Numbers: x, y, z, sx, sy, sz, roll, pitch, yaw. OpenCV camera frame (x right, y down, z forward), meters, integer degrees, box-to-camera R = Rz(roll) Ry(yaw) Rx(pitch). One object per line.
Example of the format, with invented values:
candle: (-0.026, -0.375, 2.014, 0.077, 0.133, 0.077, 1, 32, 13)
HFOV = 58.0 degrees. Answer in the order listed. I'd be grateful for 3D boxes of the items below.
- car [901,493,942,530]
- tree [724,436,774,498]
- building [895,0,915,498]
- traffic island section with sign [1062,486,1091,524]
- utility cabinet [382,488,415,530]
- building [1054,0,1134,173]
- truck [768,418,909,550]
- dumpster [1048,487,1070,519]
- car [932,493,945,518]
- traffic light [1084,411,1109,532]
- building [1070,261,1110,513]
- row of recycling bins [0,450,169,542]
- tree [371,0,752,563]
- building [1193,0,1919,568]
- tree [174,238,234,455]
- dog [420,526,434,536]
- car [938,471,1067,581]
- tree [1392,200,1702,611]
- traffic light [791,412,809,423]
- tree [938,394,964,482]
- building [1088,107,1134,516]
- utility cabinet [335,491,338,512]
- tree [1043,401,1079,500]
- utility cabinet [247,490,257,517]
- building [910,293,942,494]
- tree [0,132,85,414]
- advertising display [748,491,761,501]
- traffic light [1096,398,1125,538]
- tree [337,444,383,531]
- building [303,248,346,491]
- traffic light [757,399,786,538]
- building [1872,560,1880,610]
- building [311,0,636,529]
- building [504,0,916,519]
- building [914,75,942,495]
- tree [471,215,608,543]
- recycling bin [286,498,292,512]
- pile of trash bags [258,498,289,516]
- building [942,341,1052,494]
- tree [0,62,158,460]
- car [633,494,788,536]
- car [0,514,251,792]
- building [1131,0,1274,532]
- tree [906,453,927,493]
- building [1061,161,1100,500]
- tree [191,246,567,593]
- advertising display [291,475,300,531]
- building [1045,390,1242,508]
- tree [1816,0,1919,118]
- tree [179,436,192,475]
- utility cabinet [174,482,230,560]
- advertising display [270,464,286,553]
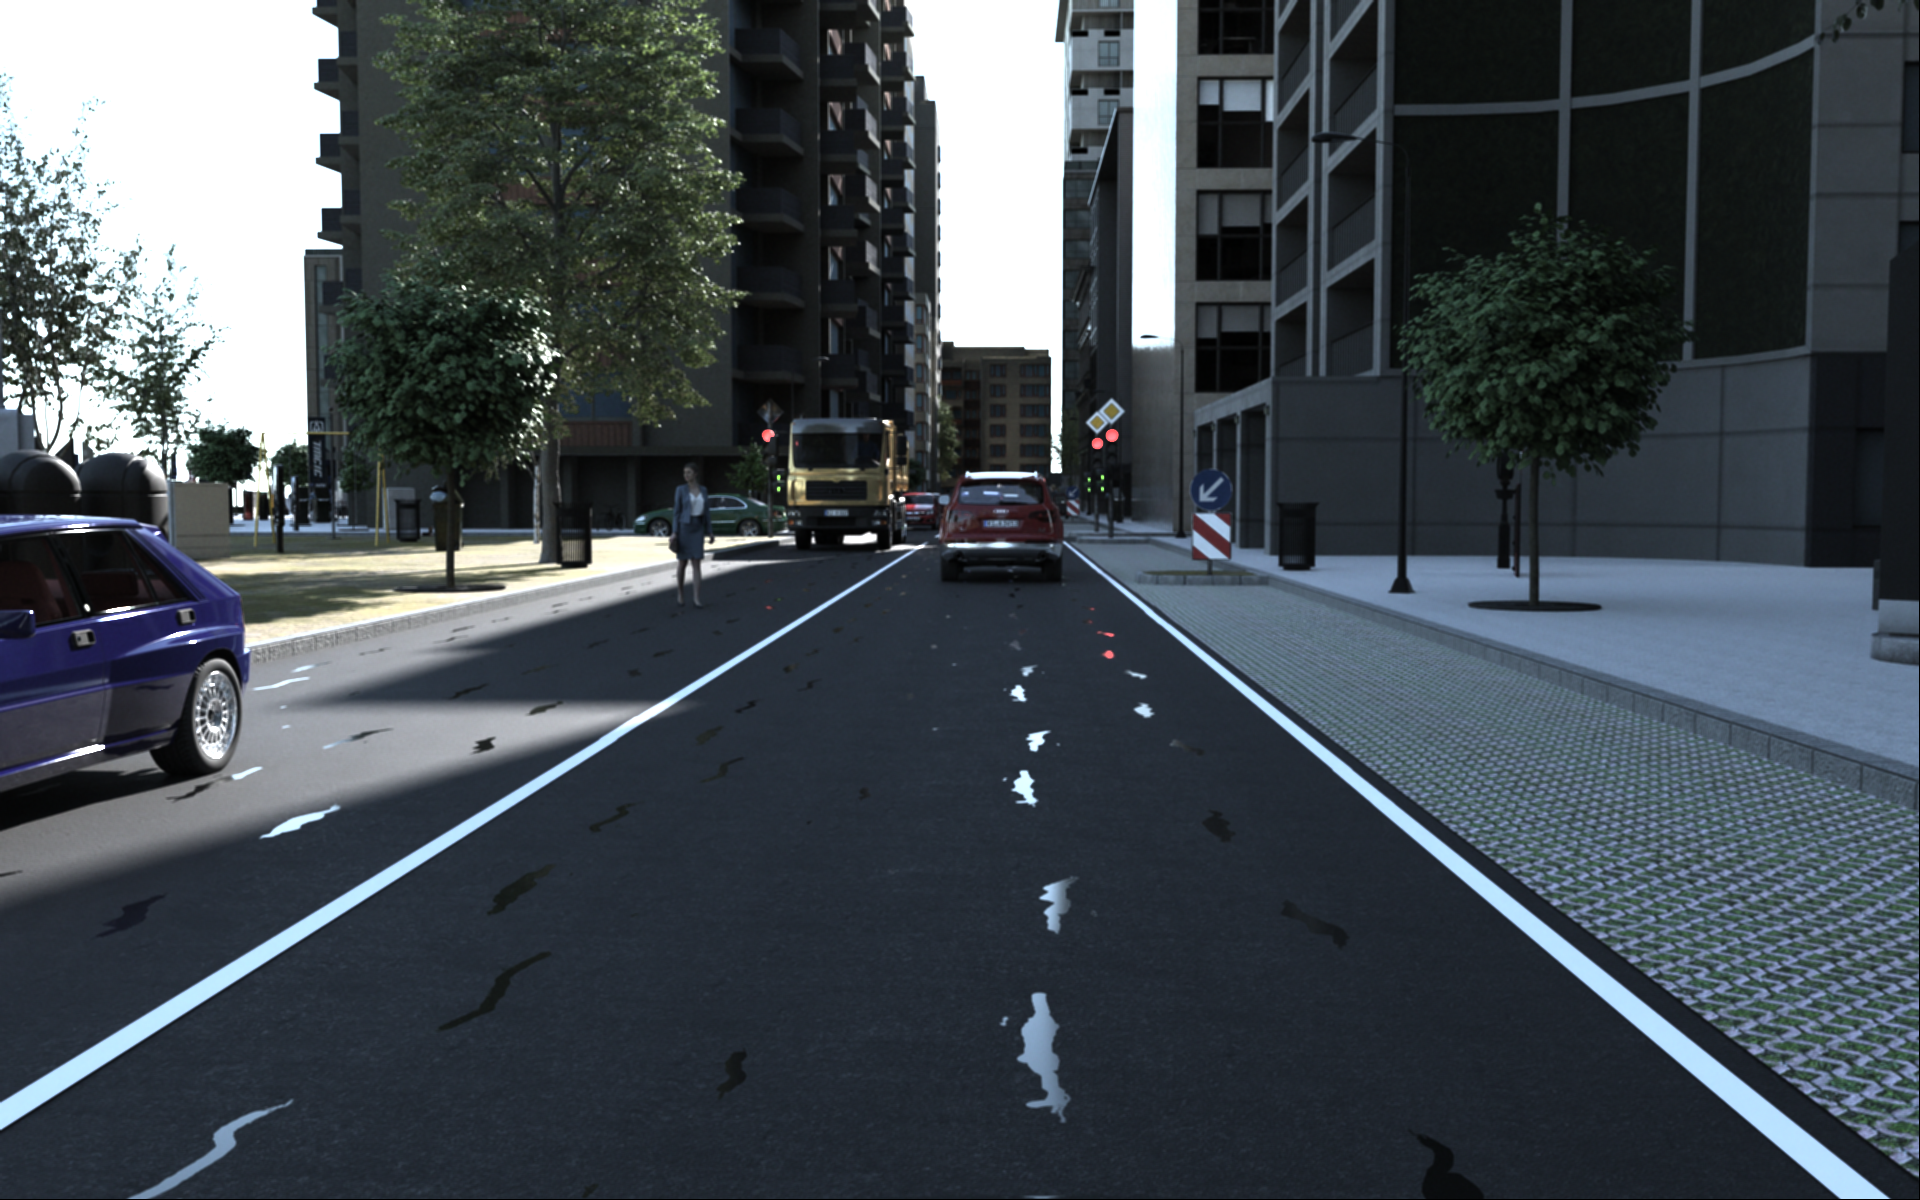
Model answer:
car: (-1.713, -3.754, 70.423, 2.155, 1.783, 4.494, 0, 4, 3)
tree: (-6.887, -3.865, 57.802, 1.663, 3.219, 1.824, 0, 3, 0)
building: (-11.002, -30.037, 141.222, 14.600, 45.320, 14.200, 0, 4, 1)
traffic island section with sign: (5.310, -4.584, 83.574, 1.989, 1.847, 2.006, 0, 4, 1)
utility cabinet: (-19.640, -3.180, 60.674, 0.318, 1.500, 1.173, 2, 4, 32)
building: (24.126, -35.726, 173.363, 28.713, 52.752, 27.495, 0, 4, 1)
truck: (-2.943, -3.119, 46.913, 3.469, 3.379, 9.791, 0, 4, 2)
dumpster: (5.403, -5.575, 99.366, 1.865, 1.857, 1.264, 0, 4, 3)
car: (-1.815, -5.806, 103.965, 2.155, 1.783, 4.494, 0, 4, 1)
traffic light: (4.610, -4.261, 58.586, 0.839, 4.253, 0.868, 0, 4, 1)
building: (13.503, -15.861, 123.951, 10.561, 19.102, 19.286, 0, 4, 1)
row of recycling bins: (-8.988, -0.540, 15.943, 1.069, 1.692, 3.534, 2, 4, 34)
tree: (-7.391, -6.986, 32.353, 7.486, 12.596, 7.792, 0, 3, 0)
building: (16.786, -36.696, 38.230, 20.563, 71.187, 20.611, 0, 4, 1)
tree: (-22.786, -6.017, 48.746, 4.737, 8.622, 4.395, 0, 3, 0)
dog: (-17.379, -2.223, 56.540, 0.550, 0.427, 0.748, -3, 5, -40)
car: (0.726, -1.308, 30.062, 2.281, 1.827, 5.304, 0, 4, 2)
tree: (6.587, -2.189, 19.509, 4.285, 4.588, 4.351, 0, 3, 0)
traffic light: (-5.348, -4.276, 58.830, 0.839, 4.253, 0.868, 0, 4, 1)
tree: (-3.273, -16.238, 183.618, 7.486, 12.596, 7.792, 0, 3, 0)
building: (15.151, -17.128, 99.104, 14.314, 24.678, 30.058, 0, 4, 1)
utility cabinet: (-39.768, -6.297, 111.627, 1.173, 1.500, 0.318, 1, 4, 8)
tree: (9.811, -11.710, 141.823, 4.737, 8.622, 4.395, 0, 3, 0)
utility cabinet: (-39.498, -5.373, 96.524, 0.318, 1.500, 1.173, 0, 4, 0)
building: (-16.348, -19.497, 163.808, 27.650, 21.520, 28.899, 0, 4, 1)
tree: (-19.691, -5.235, 35.957, 4.737, 8.622, 4.395, 0, 3, 0)
advertising display: (-7.279, -3.430, 61.286, 0.123, 1.923, 0.974, -2, 4, -27)
traffic light: (4.401, -3.773, 50.604, 0.839, 4.253, 0.868, 0, 4, 1)
tree: (-21.172, -4.015, 60.239, 1.663, 3.219, 1.824, 0, 3, 0)
building: (-67.740, -26.471, 204.507, 14.107, 30.474, 14.160, 0, 4, 1)
traffic light: (-5.557, -3.788, 50.847, 0.839, 4.253, 0.868, 0, 4, 1)
building: (19.454, -28.391, 6.186, 21.231, 58.520, 28.212, 0, 4, 1)
building: (-15.074, -25.738, 75.437, 22.147, 44.769, 28.867, 0, 4, 1)
building: (-14.334, -28.032, 112.943, 22.147, 44.769, 28.867, 0, 4, 1)
building: (-13.083, -35.148, 198.371, 21.600, 48.544, 21.300, 0, 4, 1)
tree: (-11.100, -5.790, 45.029, 4.360, 8.622, 3.978, 0, 3, 0)
recycling bin: (-46.815, -6.629, 120.943, 0.722, 1.027, 0.722, -3, 5, -41)
pile of trash bags: (-40.808, -5.754, 103.829, 3.447, 1.369, 1.912, -3, 4, -39)
building: (-2.558, -23.633, 231.430, 28.899, 21.520, 27.650, 0, 4, 1)
tree: (-15.599, -4.836, 29.431, 4.360, 8.622, 3.978, 0, 3, 0)
car: (-7.822, -2.608, 54.434, 4.920, 1.459, 2.131, 0, 4, 3)
car: (-4.729, 0.303, 7.632, 1.945, 1.354, 3.894, 0, 4, 3)
building: (24.391, -16.023, 66.495, 34.151, 26.468, 19.350, 0, 4, 1)
tree: (-4.182, -9.115, 132.742, 4.285, 4.588, 4.351, 0, 3, 0)
building: (15.930, -23.307, 152.778, 14.160, 30.474, 14.107, 0, 4, 1)
tree: (-6.868, -2.406, 23.050, 4.285, 4.588, 4.351, 0, 3, 0)
advertising display: (-23.218, -3.382, 60.503, 0.123, 1.923, 0.974, -2, 4, -30)
building: (20.335, -46.461, 197.894, 20.563, 71.187, 20.611, 0, 4, 1)
tree: (6.130, -3.533, 8.133, 4.360, 8.622, 3.978, 0, 3, 0)
tree: (-29.638, -5.271, 69.900, 4.285, 4.588, 4.351, 0, 3, 0)
utility cabinet: (-14.788, -1.523, 33.587, 0.318, 1.500, 1.173, 2, 4, 32)
advertising display: (-14.968, -2.009, 38.057, 0.123, 1.923, 0.974, -2, 4, -28)
